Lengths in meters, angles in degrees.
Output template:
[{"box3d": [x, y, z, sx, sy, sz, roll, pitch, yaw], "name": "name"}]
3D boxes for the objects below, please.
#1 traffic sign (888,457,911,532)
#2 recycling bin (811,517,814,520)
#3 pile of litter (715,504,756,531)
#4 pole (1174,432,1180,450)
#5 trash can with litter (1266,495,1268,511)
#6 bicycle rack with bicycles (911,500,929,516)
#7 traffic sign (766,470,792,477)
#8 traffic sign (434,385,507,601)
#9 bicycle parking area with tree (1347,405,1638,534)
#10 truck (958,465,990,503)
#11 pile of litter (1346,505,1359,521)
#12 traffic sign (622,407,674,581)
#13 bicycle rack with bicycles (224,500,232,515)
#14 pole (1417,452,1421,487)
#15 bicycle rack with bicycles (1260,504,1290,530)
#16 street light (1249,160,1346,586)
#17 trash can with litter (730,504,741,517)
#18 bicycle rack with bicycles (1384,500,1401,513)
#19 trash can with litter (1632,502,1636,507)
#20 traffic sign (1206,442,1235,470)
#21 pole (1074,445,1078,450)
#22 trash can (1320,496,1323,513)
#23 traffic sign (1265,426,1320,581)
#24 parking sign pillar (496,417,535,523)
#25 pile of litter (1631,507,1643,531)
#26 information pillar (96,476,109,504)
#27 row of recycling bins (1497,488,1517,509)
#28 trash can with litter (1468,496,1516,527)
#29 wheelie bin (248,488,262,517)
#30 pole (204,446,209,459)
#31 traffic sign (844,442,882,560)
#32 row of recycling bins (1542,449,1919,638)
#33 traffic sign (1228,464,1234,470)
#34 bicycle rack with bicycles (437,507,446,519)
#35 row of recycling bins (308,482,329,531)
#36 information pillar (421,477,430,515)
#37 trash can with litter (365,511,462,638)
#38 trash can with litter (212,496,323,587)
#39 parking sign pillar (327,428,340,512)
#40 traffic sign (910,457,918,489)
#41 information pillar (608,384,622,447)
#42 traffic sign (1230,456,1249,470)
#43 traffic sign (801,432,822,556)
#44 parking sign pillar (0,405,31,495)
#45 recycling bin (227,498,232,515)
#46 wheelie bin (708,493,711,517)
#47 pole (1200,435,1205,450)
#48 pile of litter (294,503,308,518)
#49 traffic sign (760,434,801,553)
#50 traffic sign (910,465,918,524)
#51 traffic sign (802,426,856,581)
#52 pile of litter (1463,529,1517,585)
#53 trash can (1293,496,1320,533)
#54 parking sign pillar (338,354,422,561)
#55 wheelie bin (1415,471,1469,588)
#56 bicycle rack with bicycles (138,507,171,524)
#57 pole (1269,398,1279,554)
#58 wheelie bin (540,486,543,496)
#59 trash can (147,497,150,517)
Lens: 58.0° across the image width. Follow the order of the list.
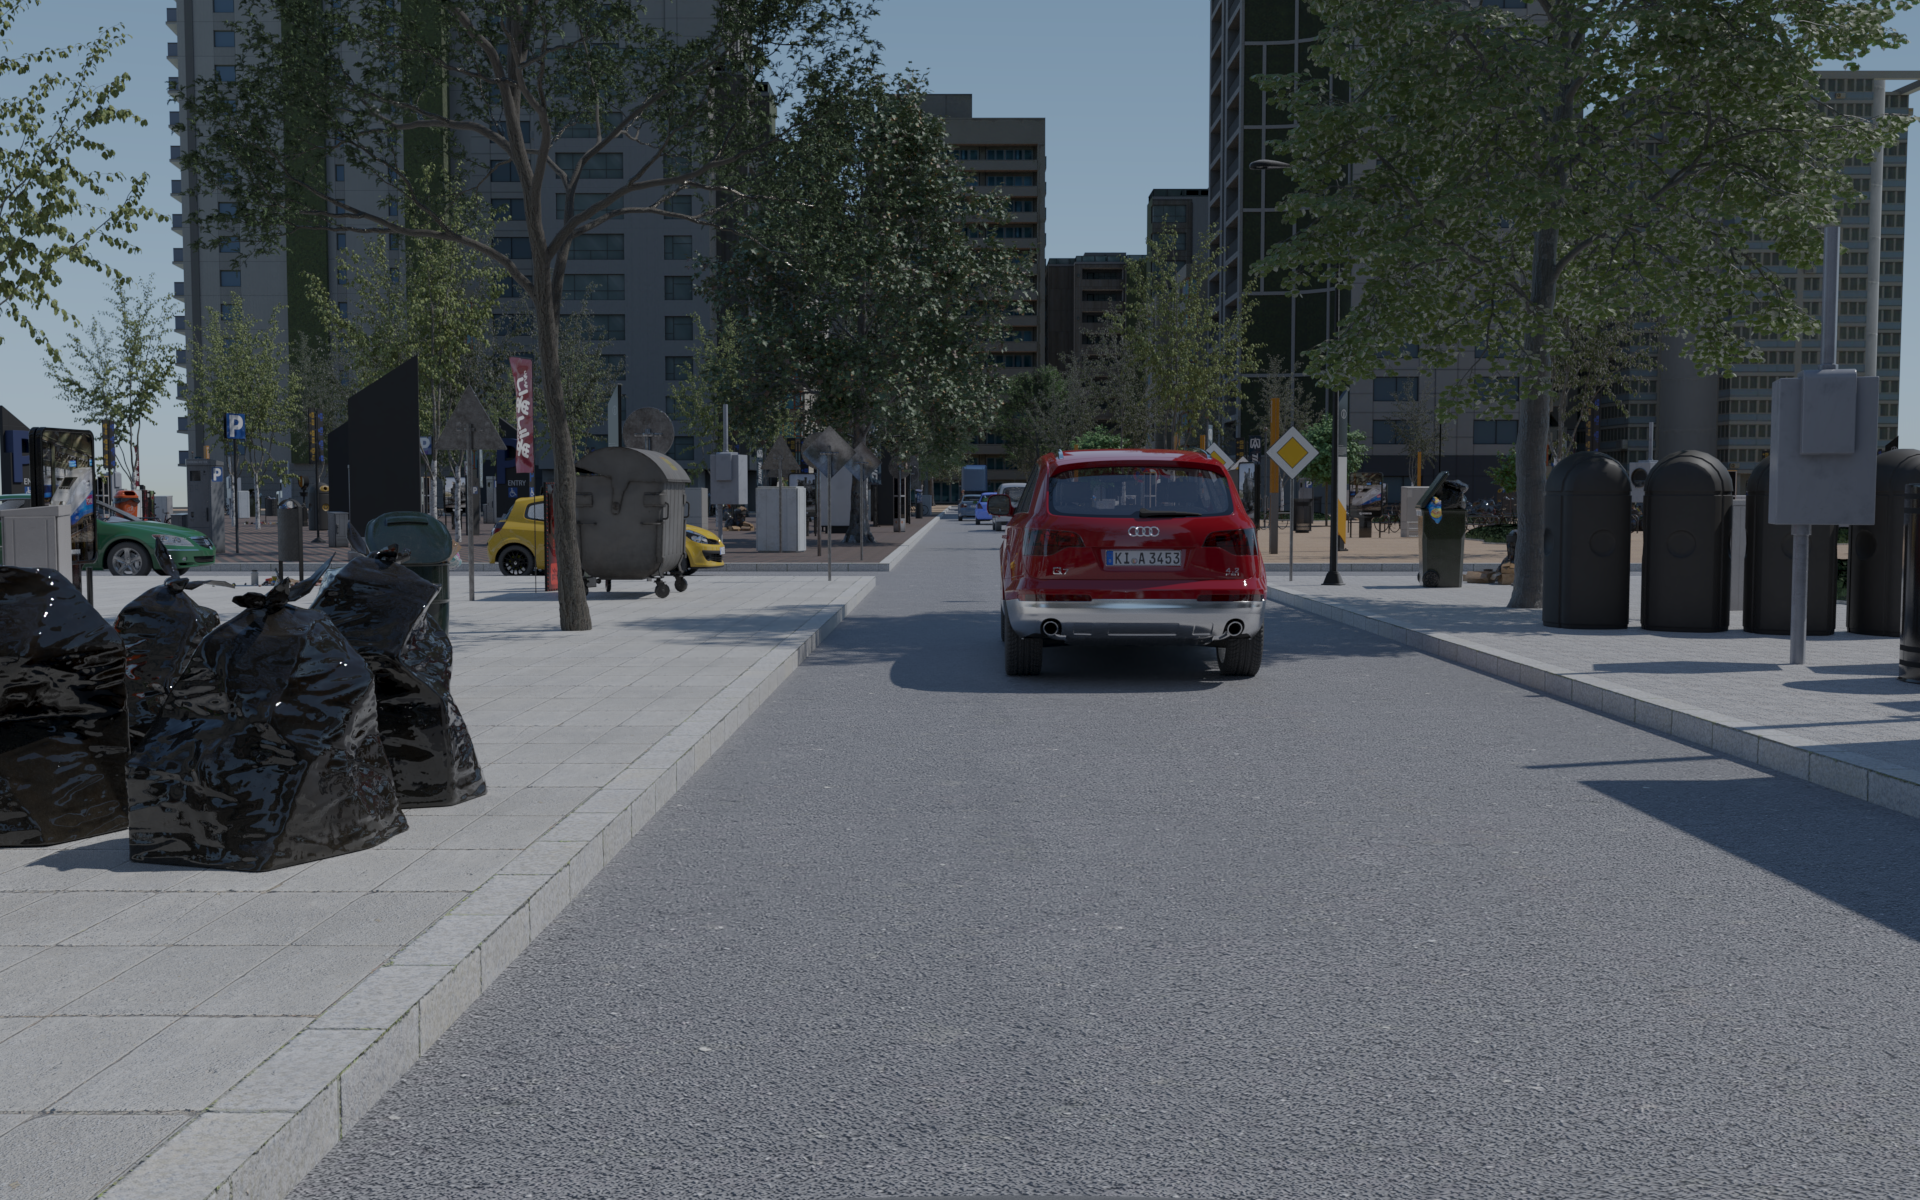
[{"box3d": [-2.019, -3.531, 57.834, 0.768, 2.556, 0.104, 1, 4, 9], "name": "traffic sign"}, {"box3d": [-6.914, -4.454, 85.377, 0.722, 1.027, 0.722, 2, 4, 34], "name": "recycling bin"}, {"box3d": [-7.676, -2.842, 60.428, 1.719, 0.858, 1.176, 1, 4, 17], "name": "pile of litter"}, {"box3d": [7.154, -3.875, 57.202, 0.158, 3.312, 0.155, 0, 3, 0], "name": "pole"}, {"box3d": [16.699, -5.128, 94.892, 1.678, 1.210, 2.233, 0, 4, 4], "name": "trash can with litter"}, {"box3d": [-3.304, -5.491, 103.155, 2.925, 0.926, 2.852, 0, 4, -2], "name": "bicycle rack with bicycles"}, {"box3d": [-5.714, -3.364, 54.997, 0.884, 2.594, 0.081, 0, 4, 1], "name": "traffic sign"}, {"box3d": [-5.870, -1.269, 20.755, 0.884, 2.594, 0.081, 0, 4, 2], "name": "traffic sign"}, {"box3d": [17.529, -4.261, 56.668, 8.231, 4.147, 9.016, -1, 4, -21], "name": "bicycle parking area with tree"}, {"box3d": [1.226, -10.098, 154.866, 2.967, 4.110, 18.799, 0, 4, 1], "name": "truck"}, {"box3d": [19.014, -4.309, 84.425, 1.176, 0.858, 1.719, 1, 4, 13], "name": "pile of litter"}, {"box3d": [-4.568, -1.546, 25.381, 0.768, 2.556, 0.104, 0, 4, 2], "name": "traffic sign"}, {"box3d": [-44.634, -5.551, 104.134, 2.925, 0.926, 2.852, -1, 4, -14], "name": "bicycle rack with bicycles"}, {"box3d": [22.221, -5.505, 83.855, 0.158, 3.312, 0.155, 0, 3, 0], "name": "pole"}, {"box3d": [10.754, -3.026, 62.854, 2.852, 0.926, 2.925, 3, 5, 43], "name": "bicycle rack with bicycles"}, {"box3d": [4.723, -3.163, 24.251, 1.470, 5.913, 1.316, 0, 4, 0], "name": "street light"}, {"box3d": [-11.969, -4.972, 92.671, 0.624, 1.170, 1.055, 1, 4, 14], "name": "trash can with litter"}, {"box3d": [26.254, -5.410, 101.843, 2.852, 0.926, 2.925, -1, 4, -18], "name": "bicycle rack with bicycles"}, {"box3d": [42.036, -5.926, 108.277, 0.624, 1.170, 1.055, 2, 4, 27], "name": "trash can with litter"}, {"box3d": [4.893, -1.823, 33.449, 0.795, 2.450, 0.064, 0, 4, 0], "name": "traffic sign"}, {"box3d": [4.786, -4.744, 71.405, 0.158, 3.312, 0.155, 0, 3, 0], "name": "pole"}, {"box3d": [21.708, -5.738, 105.471, 0.748, 1.137, 0.748, 0, 3, 0], "name": "trash can"}, {"box3d": [4.874, -1.335, 25.464, 0.795, 2.450, 0.064, 0, 4, 0], "name": "traffic sign"}, {"box3d": [-15.527, -4.404, 60.477, 1.447, 3.967, 1.447, 1, 4, 15], "name": "parking sign pillar"}, {"box3d": [23.075, -2.801, 59.767, 1.719, 0.858, 1.176, 0, 4, 6], "name": "pile of litter"}, {"box3d": [-35.183, -4.077, 71.147, 0.304, 2.012, 0.304, 1, 4, 18], "name": "information pillar"}, {"box3d": [32.233, -5.764, 101.359, 1.069, 1.692, 3.534, 0, 4, 4], "name": "row of recycling bins"}, {"box3d": [20.783, -3.409, 66.797, 2.233, 1.210, 1.678, 2, 4, 25], "name": "trash can with litter"}, {"box3d": [-39.636, -5.466, 97.277, 0.693, 1.594, 0.980, 2, 4, 24], "name": "wheelie bin"}, {"box3d": [-31.839, -4.857, 73.263, 0.158, 3.312, 0.155, 0, 3, 0], "name": "pole"}, {"box3d": [-1.902, -1.825, 33.485, 0.795, 2.450, 0.064, 0, 4, 0], "name": "traffic sign"}, {"box3d": [7.323, -0.557, 16.226, 3.534, 1.692, 1.069, 1, 4, 20], "name": "row of recycling bins"}, {"box3d": [8.905, -3.410, 57.878, 0.606, 2.300, 0.079, 0, 4, 5], "name": "traffic sign"}, {"box3d": [-27.910, -4.664, 89.645, 2.925, 0.926, 2.852, 2, 4, 26], "name": "bicycle rack with bicycles"}, {"box3d": [-21.214, -3.315, 61.313, 3.534, 1.692, 1.069, -1, 4, -15], "name": "row of recycling bins"}, {"box3d": [-22.945, -4.278, 74.432, 0.304, 2.012, 0.304, -2, 4, -30], "name": "information pillar"}, {"box3d": [-3.371, 0.033, 10.848, 0.624, 1.170, 1.055, -2, 4, -24], "name": "trash can with litter"}, {"box3d": [-9.183, -0.797, 24.082, 2.233, 1.210, 1.678, 3, 4, 36], "name": "trash can with litter"}, {"box3d": [-18.536, -3.931, 52.742, 1.447, 3.967, 1.447, -1, 4, -15], "name": "parking sign pillar"}, {"box3d": [-3.329, -5.981, 91.658, 2.265, 3.308, 0.079, 0, 4, 3], "name": "traffic sign"}, {"box3d": [-7.372, -2.797, 37.089, 0.183, 3.616, 0.504, -3, 4, -38], "name": "information pillar"}, {"box3d": [8.580, -3.144, 52.586, 0.795, 2.450, 0.064, 0, 4, 4], "name": "traffic sign"}, {"box3d": [-2.904, -2.176, 35.676, 0.768, 2.556, 0.104, 1, 4, 8], "name": "traffic sign"}, {"box3d": [-28.729, -3.955, 53.130, 1.447, 3.967, 1.447, 1, 4, 19], "name": "parking sign pillar"}, {"box3d": [-44.449, -5.730, 106.236, 0.722, 1.027, 0.722, 1, 4, 17], "name": "recycling bin"}, {"box3d": [-14.418, -5.464, 97.241, 0.980, 1.594, 0.693, -3, 4, -38], "name": "wheelie bin"}, {"box3d": [8.396, -4.048, 60.035, 0.158, 3.312, 0.155, 0, 3, 0], "name": "pole"}, {"box3d": [-33.610, -4.510, 87.703, 1.719, 0.858, 1.176, 0, 4, -2], "name": "pile of litter"}, {"box3d": [-3.906, -2.304, 37.670, 0.884, 2.594, 0.081, 0, 4, 3], "name": "traffic sign"}, {"box3d": [-2.186, -4.588, 75.127, 0.768, 2.556, 0.104, 0, 4, 5], "name": "traffic sign"}, {"box3d": [-1.920, -1.337, 25.500, 0.795, 2.450, 0.064, 0, 4, 0], "name": "traffic sign"}, {"box3d": [7.846, -0.666, 24.856, 1.176, 0.858, 1.719, 0, 4, 6], "name": "pile of litter"}, {"box3d": [11.291, -2.781, 57.118, 0.748, 1.137, 0.748, 0, 3, 0], "name": "trash can"}, {"box3d": [-11.091, -2.748, 33.407, 1.447, 3.967, 1.447, -1, 4, -15], "name": "parking sign pillar"}, {"box3d": [6.681, -0.984, 23.990, 0.693, 1.594, 0.980, 1, 4, 8], "name": "wheelie bin"}, {"box3d": [-23.990, -2.182, 49.051, 2.925, 0.926, 2.852, 2, 4, 29], "name": "bicycle rack with bicycles"}, {"box3d": [6.702, -2.635, 36.933, 0.158, 3.312, 0.155, 0, 3, 0], "name": "pole"}, {"box3d": [-16.082, -3.676, 68.012, 0.980, 1.594, 0.693, -2, 4, -26], "name": "wheelie bin"}, {"box3d": [-38.780, -4.327, 82.406, 0.748, 1.137, 0.748, 0, 3, 0], "name": "trash can"}]
